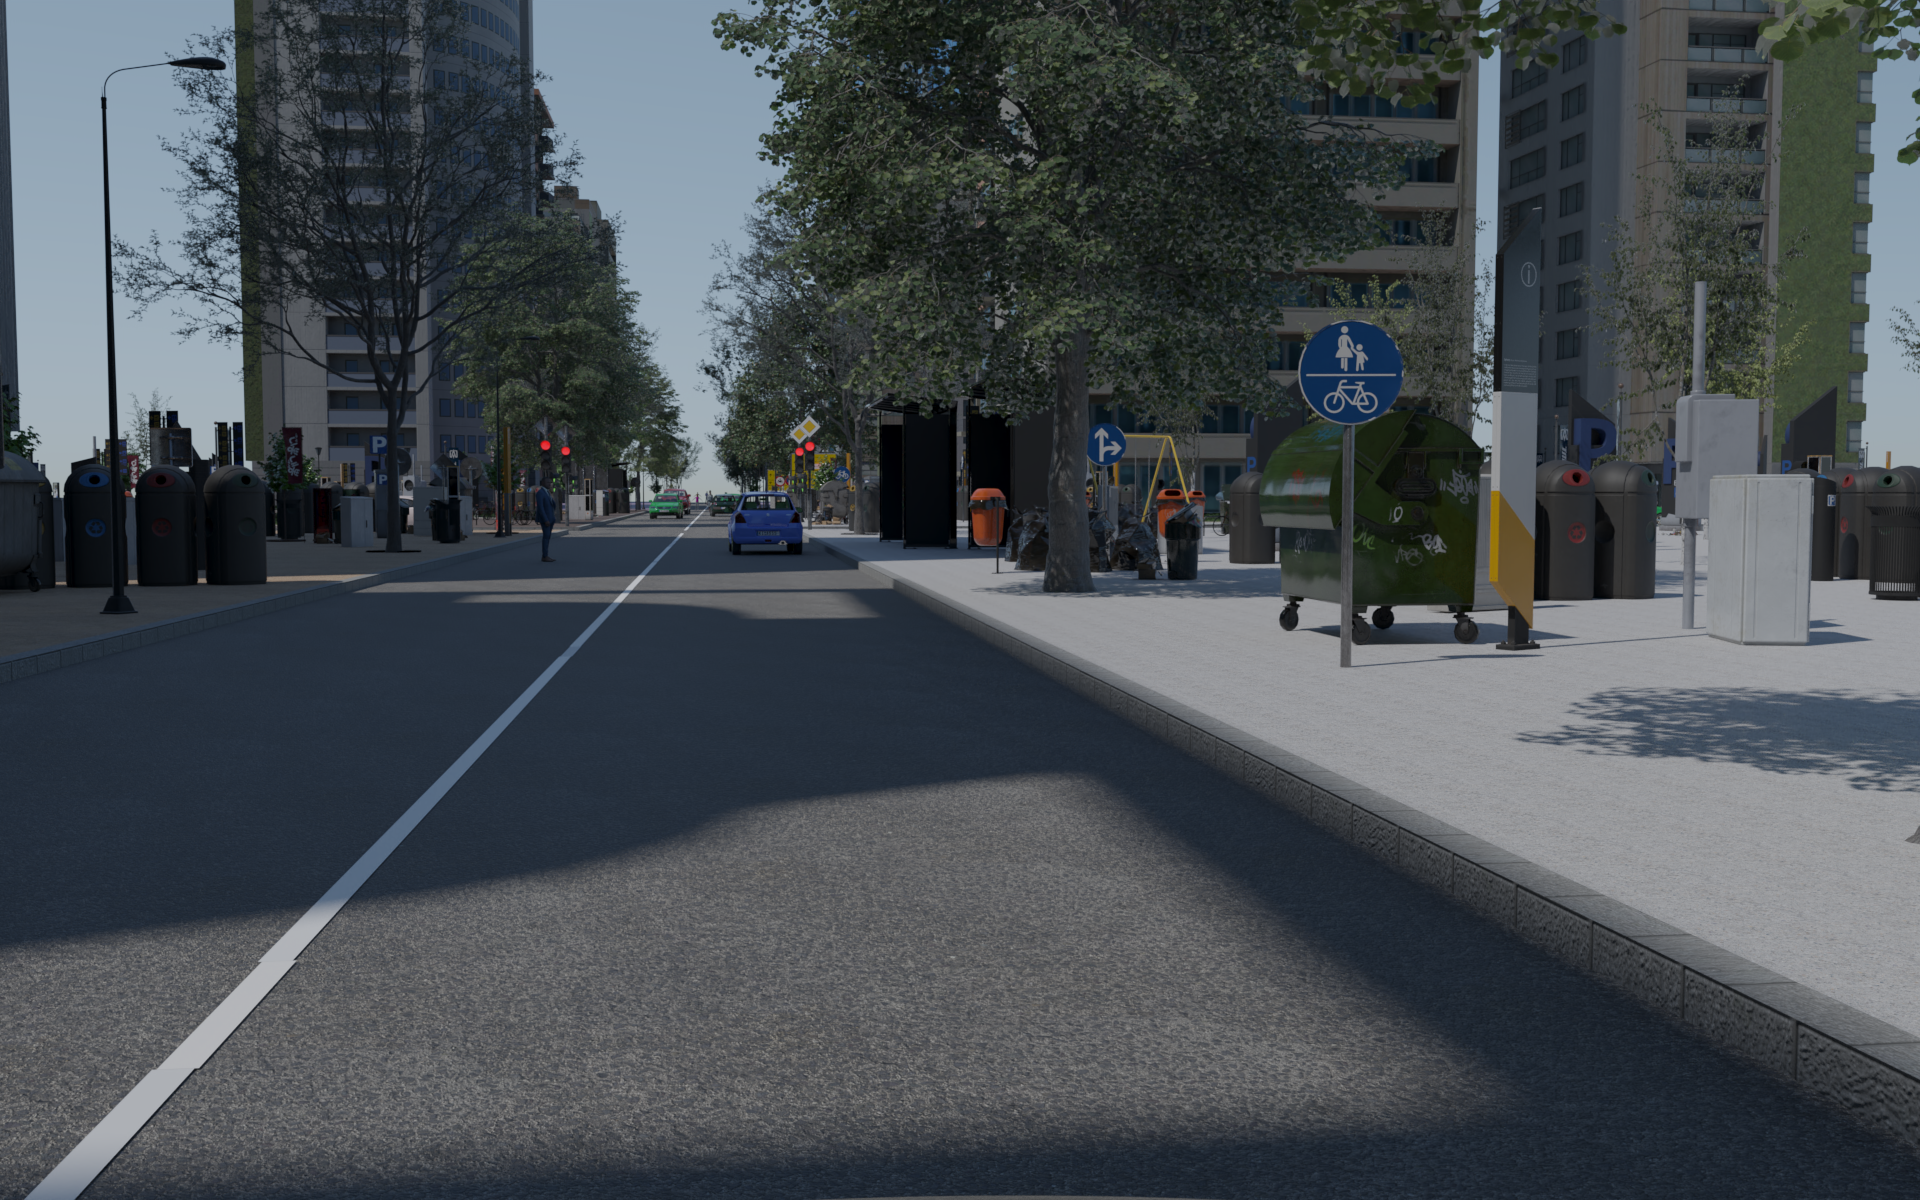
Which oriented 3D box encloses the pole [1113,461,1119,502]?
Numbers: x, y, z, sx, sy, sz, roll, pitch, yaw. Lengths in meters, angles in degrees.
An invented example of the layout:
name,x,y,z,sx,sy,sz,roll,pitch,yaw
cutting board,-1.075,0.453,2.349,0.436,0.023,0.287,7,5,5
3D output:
name,x,y,z,sx,sy,sz,roll,pitch,yaw
pole,5.751,-4.283,63.877,0.158,3.312,0.155,0,3,0

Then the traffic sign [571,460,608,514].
name,x,y,z,sx,sy,sz,roll,pitch,yaw
traffic sign,-22.457,-6.786,104.820,2.265,3.308,0.079,0,4,-6

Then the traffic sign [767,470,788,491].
name,x,y,z,sx,sy,sz,roll,pitch,yaw
traffic sign,-14.877,-9.187,144.086,2.265,3.308,0.079,0,4,-5

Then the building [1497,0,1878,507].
name,x,y,z,sx,sy,sz,roll,pitch,yaw
building,38.738,-25.095,93.895,14.086,41.232,14.154,0,4,-8

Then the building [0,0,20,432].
name,x,y,z,sx,sy,sz,roll,pitch,yaw
building,-30.382,-16.330,38.700,14.107,30.474,14.160,0,4,-8

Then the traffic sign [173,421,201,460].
name,x,y,z,sx,sy,sz,roll,pitch,yaw
traffic sign,-13.914,-1.885,30.826,0.884,2.594,0.081,0,4,-6

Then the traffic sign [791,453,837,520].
name,x,y,z,sx,sy,sz,roll,pitch,yaw
traffic sign,-7.265,-5.644,86.148,2.265,3.308,0.079,0,4,-3

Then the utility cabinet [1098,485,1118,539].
name,x,y,z,sx,sy,sz,roll,pitch,yaw
utility cabinet,3.677,-2.093,42.892,0.318,1.500,1.173,1,4,16

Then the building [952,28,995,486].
name,x,y,z,sx,sy,sz,roll,pitch,yaw
building,11.119,-29.002,128.812,22.147,44.769,28.867,0,4,-8

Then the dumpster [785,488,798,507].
name,x,y,z,sx,sy,sz,roll,pitch,yaw
dumpster,-9.626,-5.897,102.180,1.264,1.857,1.865,0,4,-8

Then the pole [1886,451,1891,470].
name,x,y,z,sx,sy,sz,roll,pitch,yaw
pole,44.159,-5.419,82.447,0.158,3.312,0.155,0,3,0

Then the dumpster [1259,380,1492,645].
name,x,y,z,sx,sy,sz,roll,pitch,yaw
dumpster,3.689,-0.794,15.469,1.502,2.255,1.985,0,4,-8

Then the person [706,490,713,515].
name,x,y,z,sx,sy,sz,roll,pitch,yaw
person,-17.186,-6.707,119.164,0.512,1.701,0.522,0,4,6

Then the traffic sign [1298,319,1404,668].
name,x,y,z,sx,sy,sz,roll,pitch,yaw
traffic sign,2.856,-0.773,12.747,0.768,2.556,0.104,0,4,2

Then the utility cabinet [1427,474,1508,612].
name,x,y,z,sx,sy,sz,roll,pitch,yaw
utility cabinet,5.644,-0.628,18.953,1.173,1.500,0.318,-2,4,-34

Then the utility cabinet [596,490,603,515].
name,x,y,z,sx,sy,sz,roll,pitch,yaw
utility cabinet,-21.205,-5.758,102.826,0.318,1.500,1.173,-2,4,-34

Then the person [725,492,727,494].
name,x,y,z,sx,sy,sz,roll,pitch,yaw
person,-35.909,-15.669,265.356,0.551,1.740,0.621,3,5,45

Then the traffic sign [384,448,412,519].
name,x,y,z,sx,sy,sz,roll,pitch,yaw
traffic sign,-15.547,-2.925,47.923,0.768,2.556,0.104,0,4,1

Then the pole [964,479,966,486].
name,x,y,z,sx,sy,sz,roll,pitch,yaw
pole,0.246,-6.318,97.136,0.158,3.312,0.155,0,3,0

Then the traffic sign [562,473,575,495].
name,x,y,z,sx,sy,sz,roll,pitch,yaw
traffic sign,-22.714,-6.147,100.617,0.768,2.556,0.104,0,4,-3

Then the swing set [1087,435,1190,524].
name,x,y,z,sx,sy,sz,roll,pitch,yaw
swing set,4.487,-2.961,46.024,3.119,2.851,2.862,-2,4,-30

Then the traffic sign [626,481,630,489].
name,x,y,z,sx,sy,sz,roll,pitch,yaw
traffic sign,-25.851,-8.075,134.158,0.606,2.300,0.079,0,4,-7

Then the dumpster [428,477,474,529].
name,x,y,z,sx,sy,sz,roll,pitch,yaw
dumpster,-16.450,-3.068,55.926,1.264,1.857,1.865,0,4,-8

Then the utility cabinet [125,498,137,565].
name,x,y,z,sx,sy,sz,roll,pitch,yaw
utility cabinet,-15.362,-1.229,31.248,1.020,1.237,0.306,-3,5,-42

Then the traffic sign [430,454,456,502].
name,x,y,z,sx,sy,sz,roll,pitch,yaw
traffic sign,-14.702,-2.946,49.346,0.795,2.450,0.064,0,4,-2

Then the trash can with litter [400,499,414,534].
name,x,y,z,sx,sy,sz,roll,pitch,yaw
trash can with litter,-17.812,-2.716,55.797,1.055,1.170,0.624,1,4,20

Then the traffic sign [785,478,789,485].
name,x,y,z,sx,sy,sz,roll,pitch,yaw
traffic sign,-11.052,-6.914,113.148,0.768,2.556,0.104,0,4,-6

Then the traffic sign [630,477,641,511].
name,x,y,z,sx,sy,sz,roll,pitch,yaw
traffic sign,-24.195,-7.898,129.232,0.768,2.556,0.104,0,4,-5

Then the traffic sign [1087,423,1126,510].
name,x,y,z,sx,sy,sz,roll,pitch,yaw
traffic sign,2.605,-1.903,31.214,0.768,2.556,0.104,0,4,-1

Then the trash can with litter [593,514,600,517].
name,x,y,z,sx,sy,sz,roll,pitch,yaw
trash can with litter,-21.210,-5.377,98.974,1.678,1.210,2.233,-2,4,-28

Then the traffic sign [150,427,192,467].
name,x,y,z,sx,sy,sz,roll,pitch,yaw
traffic sign,-12.103,-1.497,26.611,0.606,2.300,0.079,0,4,-6

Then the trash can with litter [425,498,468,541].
name,x,y,z,sx,sy,sz,roll,pitch,yaw
trash can with litter,-14.118,-2.216,47.621,0.624,1.170,1.055,3,4,38

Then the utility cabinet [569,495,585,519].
name,x,y,z,sx,sy,sz,roll,pitch,yaw
utility cabinet,-19.567,-4.736,88.602,1.020,1.237,0.306,1,4,13

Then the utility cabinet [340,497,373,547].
name,x,y,z,sx,sy,sz,roll,pitch,yaw
utility cabinet,-14.688,-1.899,42.209,0.306,1.237,1.020,1,4,11

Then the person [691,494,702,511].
name,x,y,z,sx,sy,sz,roll,pitch,yaw
person,-22.558,-8.372,148.599,0.991,1.433,0.599,0,4,-1

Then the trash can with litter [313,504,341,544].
name,x,y,z,sx,sy,sz,roll,pitch,yaw
trash can with litter,-16.163,-2.037,44.699,1.055,1.170,0.624,0,4,-5

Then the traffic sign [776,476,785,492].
name,x,y,z,sx,sy,sz,roll,pitch,yaw
traffic sign,-12.379,-7.287,119.254,0.768,2.556,0.104,0,4,-2

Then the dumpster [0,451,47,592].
name,x,y,z,sx,sy,sz,roll,pitch,yaw
dumpster,-12.510,-0.984,21.844,1.264,1.857,1.865,0,4,-8

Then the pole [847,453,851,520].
name,x,y,z,sx,sy,sz,roll,pitch,yaw
pole,-5.555,-5.668,86.515,0.158,3.312,0.155,0,3,0

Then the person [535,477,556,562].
name,x,y,z,sx,sy,sz,roll,pitch,yaw
person,-8.810,-1.721,36.826,0.419,1.800,0.721,0,4,-3

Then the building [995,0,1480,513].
name,x,y,z,sx,sy,sz,roll,pitch,yaw
building,12.928,-28.621,91.658,21.600,48.544,21.300,0,4,-8

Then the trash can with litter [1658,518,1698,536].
name,x,y,z,sx,sy,sz,roll,pitch,yaw
trash can with litter,22.377,-2.624,53.960,1.678,1.210,2.233,2,4,31

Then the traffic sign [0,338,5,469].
name,x,y,z,sx,sy,sz,roll,pitch,yaw
traffic sign,-10.830,-1.446,17.520,2.265,3.308,0.079,0,4,-1

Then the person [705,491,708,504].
name,x,y,z,sx,sy,sz,roll,pitch,yaw
person,-36.291,-14.704,248.781,0.709,1.838,0.599,-3,5,-42

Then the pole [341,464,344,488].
name,x,y,z,sx,sy,sz,roll,pitch,yaw
pole,-41.711,-7.532,116.985,0.158,3.312,0.155,0,3,0

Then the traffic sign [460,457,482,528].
name,x,y,z,sx,sy,sz,roll,pitch,yaw
traffic sign,-16.761,-3.626,59.387,0.768,2.556,0.104,0,4,-2

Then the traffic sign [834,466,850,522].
name,x,y,z,sx,sy,sz,roll,pitch,yaw
traffic sign,-5.379,-4.823,78.958,0.768,2.556,0.104,0,4,0

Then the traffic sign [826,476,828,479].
name,x,y,z,sx,sy,sz,roll,pitch,yaw
traffic sign,-6.430,-5.039,82.494,0.768,2.556,0.104,0,4,-3

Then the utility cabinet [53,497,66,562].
name,x,y,z,sx,sy,sz,roll,pitch,yaw
utility cabinet,-17.404,-1.347,33.188,1.020,1.237,0.306,2,4,27

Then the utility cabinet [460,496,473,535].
name,x,y,z,sx,sy,sz,roll,pitch,yaw
utility cabinet,-15.575,-2.614,53.897,0.306,1.237,1.020,1,4,18

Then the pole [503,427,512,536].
name,x,y,z,sx,sy,sz,roll,pitch,yaw
pole,-13.770,-3.600,52.703,0.158,3.312,0.155,0,3,0

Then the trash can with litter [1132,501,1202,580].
name,x,y,z,sx,sy,sz,roll,pitch,yaw
trash can with litter,3.096,-0.891,25.959,1.055,1.170,0.624,0,4,6

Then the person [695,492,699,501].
name,x,y,z,sx,sy,sz,roll,pitch,yaw
person,-39.972,-15.572,263.822,1.217,1.735,0.721,0,4,-4

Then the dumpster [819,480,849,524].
name,x,y,z,sx,sy,sz,roll,pitch,yaw
dumpster,-5.370,-4.205,74.508,1.264,1.857,1.865,0,4,-8

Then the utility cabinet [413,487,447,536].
name,x,y,z,sx,sy,sz,roll,pitch,yaw
utility cabinet,-16.020,-2.681,52.515,1.173,1.500,0.318,2,4,26
